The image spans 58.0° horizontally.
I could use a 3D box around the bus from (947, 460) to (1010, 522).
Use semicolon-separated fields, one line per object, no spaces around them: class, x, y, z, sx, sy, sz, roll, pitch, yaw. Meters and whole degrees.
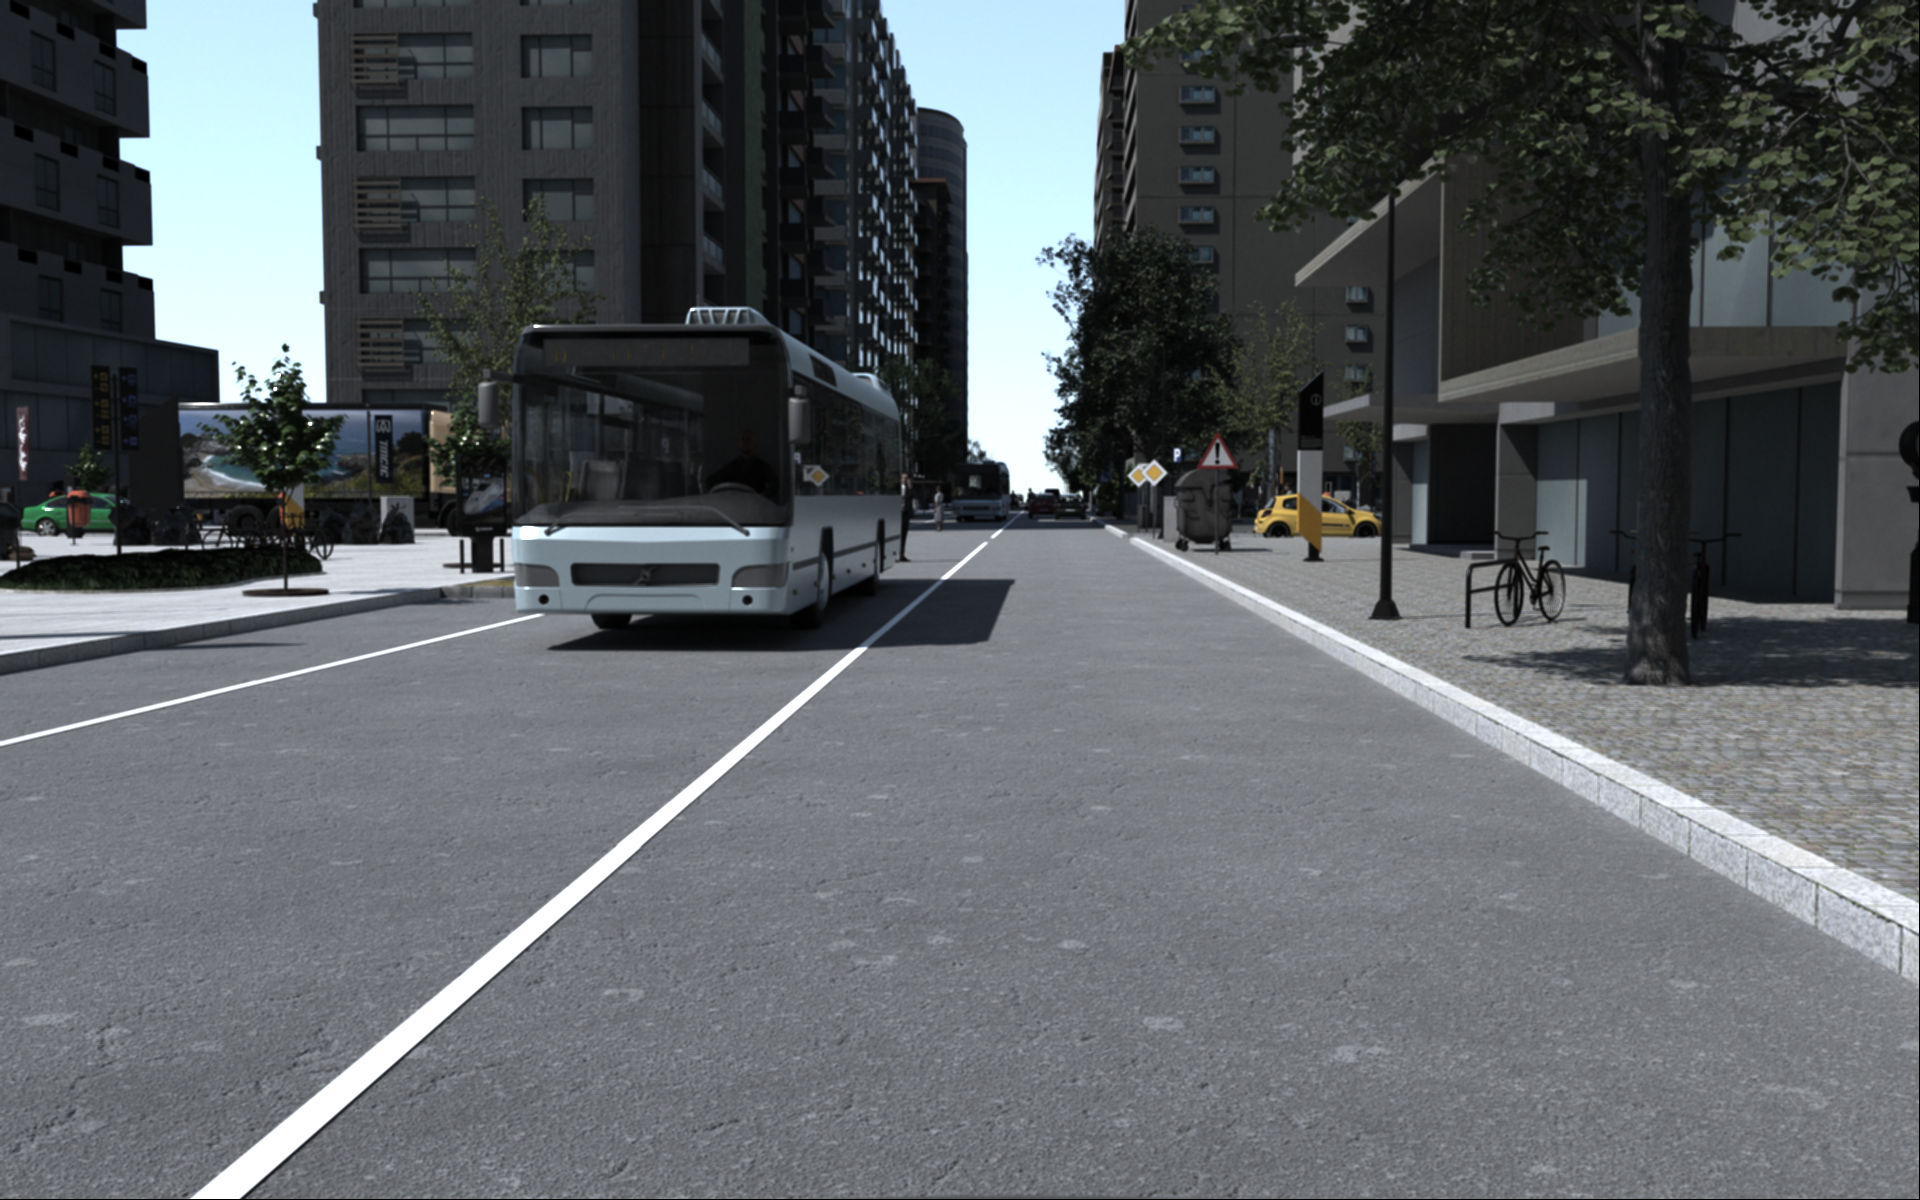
bus;1.175;-6.016;93.217;2.948;3.499;13.247;0;4;4

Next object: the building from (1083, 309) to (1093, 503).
building;25.730;-30.076;263.447;14.160;30.474;14.107;0;4;3

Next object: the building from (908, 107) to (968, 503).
building;-10.065;-44.035;261.977;21.231;58.520;28.212;0;4;3

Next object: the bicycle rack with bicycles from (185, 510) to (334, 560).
bicycle rack with bicycles;-13.323;-1.220;33.334;2.852;0.926;2.925;2;4;32

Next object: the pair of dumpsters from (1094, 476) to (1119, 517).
pair of dumpsters;8.332;-5.781;97.019;1.574;2.255;4.437;0;4;3

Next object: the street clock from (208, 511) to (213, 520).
street clock;-37.337;-4.988;86.126;0.358;2.002;0.471;2;4;32

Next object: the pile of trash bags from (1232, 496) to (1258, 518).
pile of trash bags;14.384;-5.117;93.418;3.447;1.369;1.912;1;4;10

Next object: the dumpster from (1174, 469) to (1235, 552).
dumpster;5.530;-2.042;39.148;1.264;1.857;1.865;0;4;3

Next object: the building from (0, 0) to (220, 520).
building;-52.331;-29.671;74.354;27.495;52.752;28.713;0;4;3

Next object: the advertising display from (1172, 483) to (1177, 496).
advertising display;13.417;-6.138;105.575;0.974;1.923;0.123;-1;4;-17

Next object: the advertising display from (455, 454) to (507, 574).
advertising display;-7.810;-1.411;28.288;0.123;1.923;0.974;2;4;33

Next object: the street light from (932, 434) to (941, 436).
street light;-2.217;-9.932;134.922;1.470;5.913;1.316;0;4;3

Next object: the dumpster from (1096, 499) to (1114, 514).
dumpster;8.738;-5.988;103.661;1.264;1.857;1.865;0;4;3

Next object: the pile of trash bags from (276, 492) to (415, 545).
pile of trash bags;-15.714;-2.092;43.951;1.912;1.369;3.447;2;4;35

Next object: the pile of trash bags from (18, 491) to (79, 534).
pile of trash bags;-33.019;-3.102;60.473;3.447;1.369;1.912;-3;5;-44

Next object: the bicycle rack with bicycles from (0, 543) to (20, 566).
bicycle rack with bicycles;-17.407;-0.958;29.039;2.852;0.926;2.925;2;4;31

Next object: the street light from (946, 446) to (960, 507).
street light;-0.723;-11.870;166.612;1.470;5.913;1.316;0;4;3

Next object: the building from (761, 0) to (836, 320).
building;-19.046;-27.219;99.660;22.147;44.769;28.867;0;4;3

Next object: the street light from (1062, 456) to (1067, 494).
street light;11.473;-12.518;177.208;1.470;5.913;1.316;0;4;3

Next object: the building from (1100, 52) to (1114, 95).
building;30.759;-51.461;279.635;20.563;71.187;20.611;0;4;3

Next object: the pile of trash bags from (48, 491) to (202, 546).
pile of trash bags;-20.875;-2.073;43.641;3.447;1.369;1.912;0;4;6

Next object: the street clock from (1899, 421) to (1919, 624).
street clock;9.532;-0.767;17.103;0.471;2.002;0.358;-1;4;-11

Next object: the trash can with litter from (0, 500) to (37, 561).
trash can with litter;-18.234;-1.346;33.393;1.055;1.170;0.624;2;4;26

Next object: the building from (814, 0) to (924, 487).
building;-16.084;-34.239;179.420;23.786;49.044;30.456;0;4;3

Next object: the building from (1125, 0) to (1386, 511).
building;24.568;-31.699;141.982;21.300;48.544;21.600;0;4;3

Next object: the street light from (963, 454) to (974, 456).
street light;0.863;-13.846;198.917;1.470;5.913;1.316;0;4;3

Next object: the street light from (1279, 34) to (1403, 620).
street light;3.831;-2.759;17.647;1.470;5.913;1.316;0;4;3

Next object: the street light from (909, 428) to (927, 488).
street light;-2.980;-9.091;121.183;1.470;5.913;1.316;0;4;3

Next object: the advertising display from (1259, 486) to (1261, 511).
advertising display;22.663;-7.585;129.230;0.123;1.923;0.974;-2;4;-33

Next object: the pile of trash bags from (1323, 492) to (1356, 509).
pile of trash bags;19.581;-4.954;90.743;1.912;1.369;3.447;0;4;-4

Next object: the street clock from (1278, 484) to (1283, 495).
street clock;22.462;-7.147;121.431;0.358;2.002;0.471;0;4;3

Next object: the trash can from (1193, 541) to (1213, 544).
trash can;6.301;-2.023;44.723;0.748;1.137;0.748;0;3;0

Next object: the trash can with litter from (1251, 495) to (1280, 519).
trash can with litter;15.870;-4.709;88.043;2.233;1.210;1.678;1;4;13

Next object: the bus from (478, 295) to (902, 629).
bus;-2.546;-1.616;21.283;2.948;3.499;13.247;0;4;3

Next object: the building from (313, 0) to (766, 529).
building;-15.754;-23.516;68.087;14.154;41.232;14.086;0;4;3

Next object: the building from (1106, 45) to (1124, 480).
building;25.457;-31.412;168.203;22.147;44.769;28.867;0;4;3

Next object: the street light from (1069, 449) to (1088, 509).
street light;10.032;-10.544;144.928;1.470;5.913;1.316;0;4;3

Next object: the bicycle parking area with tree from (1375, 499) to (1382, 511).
bicycle parking area with tree;33.506;-8.522;126.328;9.016;4.147;8.231;3;5;40

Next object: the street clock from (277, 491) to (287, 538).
street clock;-19.730;-2.811;50.537;0.358;2.002;0.471;1;4;10

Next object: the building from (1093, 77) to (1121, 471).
building;26.175;-34.836;193.270;21.300;48.544;21.600;0;4;3

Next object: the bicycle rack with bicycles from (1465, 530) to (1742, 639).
bicycle rack with bicycles;6.269;-0.214;16.879;2.852;0.926;2.925;2;4;33

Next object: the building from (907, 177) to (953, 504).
building;-12.324;-35.435;233.986;22.147;44.769;28.867;0;4;3

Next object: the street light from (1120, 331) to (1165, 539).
street light;5.262;-4.700;49.382;1.470;5.913;1.316;0;4;3
